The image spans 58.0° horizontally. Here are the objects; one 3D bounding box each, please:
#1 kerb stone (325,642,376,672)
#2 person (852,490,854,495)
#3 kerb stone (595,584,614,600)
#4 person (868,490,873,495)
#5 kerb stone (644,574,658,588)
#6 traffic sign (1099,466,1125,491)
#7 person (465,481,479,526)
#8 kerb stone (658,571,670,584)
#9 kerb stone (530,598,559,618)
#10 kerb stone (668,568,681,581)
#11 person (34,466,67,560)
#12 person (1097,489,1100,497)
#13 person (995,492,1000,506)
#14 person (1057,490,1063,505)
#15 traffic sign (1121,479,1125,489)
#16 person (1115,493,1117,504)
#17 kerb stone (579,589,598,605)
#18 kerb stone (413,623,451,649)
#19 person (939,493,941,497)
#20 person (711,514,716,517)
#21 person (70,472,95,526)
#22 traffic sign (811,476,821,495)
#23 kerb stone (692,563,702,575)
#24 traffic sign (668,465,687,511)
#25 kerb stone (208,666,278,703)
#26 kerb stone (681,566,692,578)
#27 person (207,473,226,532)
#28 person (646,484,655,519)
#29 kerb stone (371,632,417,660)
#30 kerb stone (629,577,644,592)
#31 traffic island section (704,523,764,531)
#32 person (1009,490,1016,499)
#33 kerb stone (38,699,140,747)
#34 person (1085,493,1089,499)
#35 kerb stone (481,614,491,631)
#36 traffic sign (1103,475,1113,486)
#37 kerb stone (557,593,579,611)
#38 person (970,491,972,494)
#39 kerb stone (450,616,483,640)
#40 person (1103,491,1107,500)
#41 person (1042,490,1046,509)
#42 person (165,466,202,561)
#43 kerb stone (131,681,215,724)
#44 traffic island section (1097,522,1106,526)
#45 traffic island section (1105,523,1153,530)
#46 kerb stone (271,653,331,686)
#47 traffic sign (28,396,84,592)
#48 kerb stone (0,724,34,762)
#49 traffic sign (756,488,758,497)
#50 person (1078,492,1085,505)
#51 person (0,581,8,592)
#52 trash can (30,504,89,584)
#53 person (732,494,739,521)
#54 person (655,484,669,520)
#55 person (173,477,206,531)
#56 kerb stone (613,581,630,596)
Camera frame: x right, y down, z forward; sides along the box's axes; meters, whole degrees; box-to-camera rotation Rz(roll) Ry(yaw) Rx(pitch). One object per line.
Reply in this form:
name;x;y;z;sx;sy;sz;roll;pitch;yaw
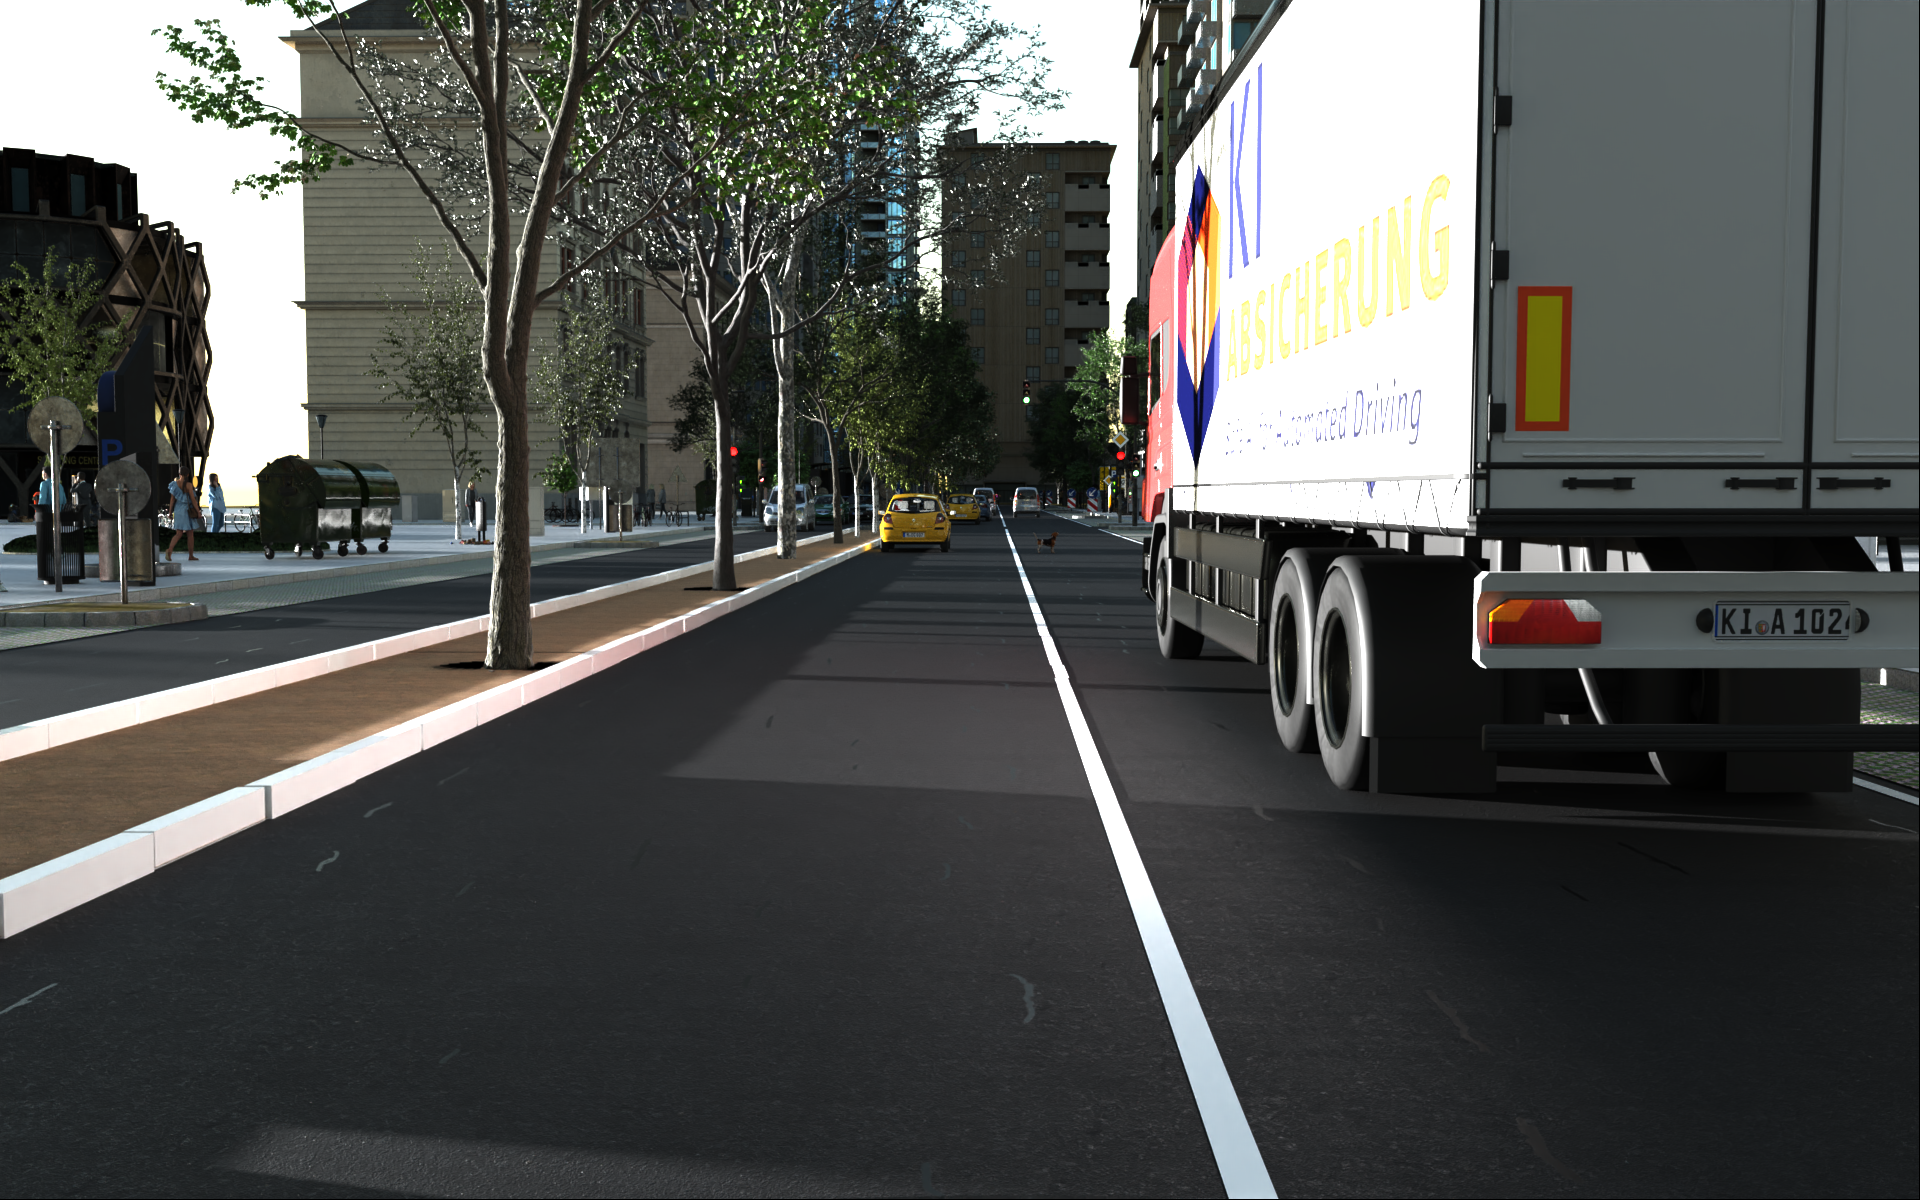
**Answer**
kerb stone;-5.077;0.484;14.296;0.120;0.150;1.000;0;4;1
person;-12.739;-12.221;205.992;0.705;1.807;1.348;-3;5;-41
kerb stone;-4.899;-0.081;23.526;0.120;0.150;1.000;0;4;1
person;-10.817;-12.394;208.696;0.705;1.823;1.348;3;4;38
kerb stone;-4.840;-0.269;26.591;0.120;0.150;1.000;0;4;1
traffic sign;11.372;-8.160;127.287;2.265;3.308;0.079;0;4;3
person;-19.335;-3.832;68.875;0.709;1.800;0.728;-2;4;-31
kerb stone;-4.824;-0.323;27.619;0.120;0.150;1.000;0;4;1
kerb stone;-4.952;0.107;20.456;0.120;0.150;1.000;0;4;1
kerb stone;-4.799;-0.394;28.642;0.120;0.150;1.000;0;4;1
person;-17.439;-1.667;33.324;0.620;1.820;0.660;0;4;6
person;10.734;-7.816;134.103;0.793;1.790;0.793;-2;4;-33
person;4.730;-12.690;216.663;1.217;1.739;0.721;2;4;25
person;12.235;-12.395;208.795;1.348;1.812;0.705;1;4;22
traffic sign;10.804;-6.862;114.330;0.606;2.300;0.079;0;4;4
person;18.861;-12.454;209.681;1.348;1.821;0.705;-1;4;-22
kerb stone;-4.914;-0.012;22.505;0.120;0.150;1.000;0;4;1
kerb stone;-5.042;0.358;16.346;0.120;0.150;1.000;0;4;1
person;-1.936;-8.973;155.350;1.348;1.807;0.705;2;4;34
person;-14.088;-5.680;98.716;0.447;1.846;0.655;-2;4;-28
person;-24.659;-2.646;48.667;0.474;1.900;0.648;0;4;-4
traffic sign;-10.190;-7.492;122.608;0.768;2.556;0.104;0;4;4
kerb stone;-4.762;-0.520;30.691;0.120;0.150;1.000;0;4;1
traffic sign;-12.641;-4.743;77.545;0.884;2.594;0.081;0;4;6
kerb stone;-5.109;0.608;12.249;0.120;0.150;1.000;0;4;1
kerb stone;-4.780;-0.456;29.669;0.120;0.150;1.000;0;4;1
person;-18.225;-2.208;42.408;0.793;1.790;0.793;-2;4;-35
person;-15.760;-5.008;88.101;0.537;1.800;0.526;-2;4;-34
kerb stone;-5.057;0.420;15.325;0.120;0.150;1.000;0;4;1
kerb stone;-4.860;-0.206;25.569;0.120;0.150;1.000;0;4;1
traffic island section;-9.048;-2.885;69.454;2.009;0.180;2.903;0;4;1
person;5.601;-10.151;174.481;1.348;1.822;0.705;0;4;0
kerb stone;-5.154;0.734;10.203;0.120;0.150;1.000;0;4;1
person;14.099;-11.170;189.408;0.721;1.736;1.217;3;5;43
kerb stone;-4.995;0.236;18.392;0.120;0.150;1.000;0;4;1
traffic sign;10.038;-7.143;116.518;0.795;2.593;0.064;0;4;2
kerb stone;-4.935;0.044;21.482;0.120;0.150;1.000;0;4;1
person;1.072;-9.434;163.459;1.217;1.735;0.721;2;4;33
kerb stone;-5.018;0.298;17.368;0.120;0.150;1.000;0;4;1
person;14.697;-10.267;174.622;1.217;1.736;0.721;0;4;2
person;7.885;-9.451;163.154;0.705;1.807;1.348;1;4;12
person;-14.789;-1.645;33.026;0.616;1.811;0.778;1;4;17
kerb stone;-5.131;0.671;11.227;0.120;0.150;1.000;0;4;1
traffic island section;7.143;-3.355;77.128;2.009;0.180;2.903;0;4;1
traffic island section;6.991;-2.866;69.144;2.009;0.180;2.903;0;4;1
kerb stone;-5.091;0.546;13.271;0.120;0.150;1.000;0;4;1
traffic sign;-11.792;-1.375;22.588;0.768;2.556;0.104;0;4;6
kerb stone;-5.165;0.796;9.181;0.120;0.150;1.000;0;4;1
traffic sign;-12.748;-6.649;108.818;0.768;2.556;0.104;1;4;9
person;14.504;-12.420;209.075;1.348;1.831;0.705;-1;4;-20
person;-12.787;-0.901;22.589;0.589;1.601;0.330;-3;5;-42
trash can;-12.868;-0.803;24.775;0.748;1.137;0.748;0;3;0
person;-10.720;-4.422;82.587;0.306;1.304;0.590;2;4;32
person;-14.840;-4.900;86.342;0.728;1.800;0.709;1;4;10
person;-23.761;-2.880;53.353;0.699;1.804;1.509;1;4;15
kerb stone;-4.880;-0.144;24.548;0.120;0.150;1.000;0;4;1
